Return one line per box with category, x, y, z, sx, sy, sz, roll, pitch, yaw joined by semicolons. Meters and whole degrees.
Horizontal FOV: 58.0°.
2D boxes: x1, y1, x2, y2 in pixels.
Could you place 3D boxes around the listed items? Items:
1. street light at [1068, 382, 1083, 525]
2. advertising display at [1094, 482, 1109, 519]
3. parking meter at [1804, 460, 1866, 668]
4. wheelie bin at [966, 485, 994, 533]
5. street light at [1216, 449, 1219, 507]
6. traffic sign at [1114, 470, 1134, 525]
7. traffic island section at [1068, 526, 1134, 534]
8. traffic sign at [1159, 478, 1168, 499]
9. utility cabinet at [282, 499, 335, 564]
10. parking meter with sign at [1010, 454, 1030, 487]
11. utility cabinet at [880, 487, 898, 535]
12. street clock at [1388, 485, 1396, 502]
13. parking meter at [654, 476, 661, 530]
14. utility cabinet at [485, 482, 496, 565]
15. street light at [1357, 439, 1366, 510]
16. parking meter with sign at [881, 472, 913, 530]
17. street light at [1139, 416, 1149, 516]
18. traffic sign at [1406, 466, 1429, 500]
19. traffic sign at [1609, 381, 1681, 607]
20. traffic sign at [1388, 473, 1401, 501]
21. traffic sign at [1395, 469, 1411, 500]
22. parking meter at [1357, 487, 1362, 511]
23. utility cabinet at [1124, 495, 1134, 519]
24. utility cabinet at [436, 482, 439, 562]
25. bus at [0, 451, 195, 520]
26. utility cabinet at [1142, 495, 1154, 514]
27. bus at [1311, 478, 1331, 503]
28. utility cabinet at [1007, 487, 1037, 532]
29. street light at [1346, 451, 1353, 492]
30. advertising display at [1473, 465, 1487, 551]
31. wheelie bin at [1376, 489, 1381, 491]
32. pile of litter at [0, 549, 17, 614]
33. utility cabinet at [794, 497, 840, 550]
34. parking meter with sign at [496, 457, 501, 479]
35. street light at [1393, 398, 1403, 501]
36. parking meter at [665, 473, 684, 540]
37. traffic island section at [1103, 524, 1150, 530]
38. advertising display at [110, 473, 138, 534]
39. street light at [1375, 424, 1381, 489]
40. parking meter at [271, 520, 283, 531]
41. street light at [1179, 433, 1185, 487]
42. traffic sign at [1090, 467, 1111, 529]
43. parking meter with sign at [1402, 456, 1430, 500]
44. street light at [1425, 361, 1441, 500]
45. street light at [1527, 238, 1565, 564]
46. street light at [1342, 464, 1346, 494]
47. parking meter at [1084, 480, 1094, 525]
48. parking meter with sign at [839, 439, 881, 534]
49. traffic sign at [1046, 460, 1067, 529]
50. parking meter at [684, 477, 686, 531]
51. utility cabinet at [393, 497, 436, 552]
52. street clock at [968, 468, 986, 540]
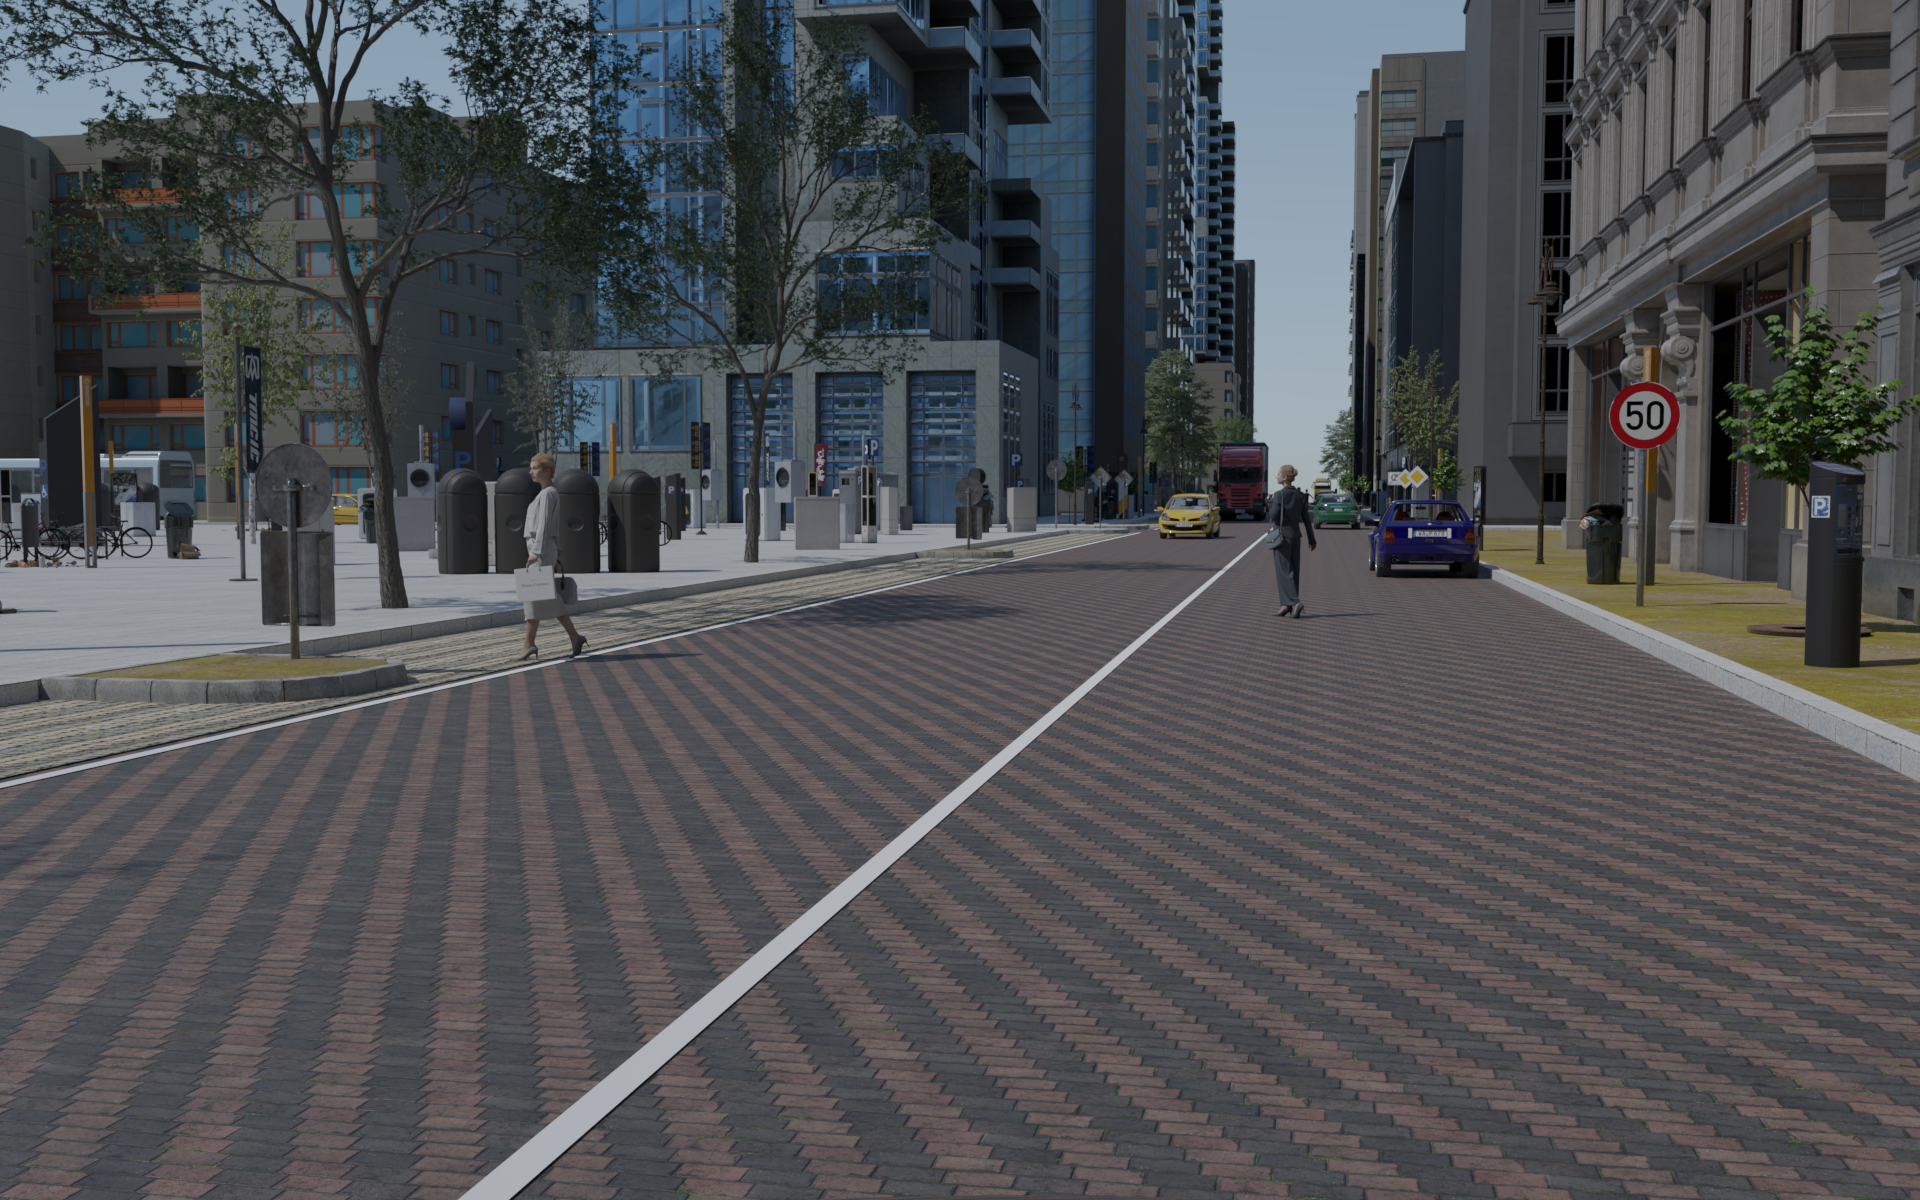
street light;4.775;-6.048;71.671;0.468;5.910;1.993;1;4;11
advertising display;7.373;-5.237;90.839;0.974;1.923;0.123;3;5;43
parking meter;6.515;-0.274;12.896;0.372;1.533;0.369;0;3;0
wheelie bin;0.673;-3.019;57.273;0.980;1.594;0.693;-1;4;-20
street light;26.232;-12.461;176.532;0.468;5.910;1.993;1;4;11
traffic sign;6.726;-4.126;71.097;0.795;2.450;0.064;1;4;11
traffic island section;5.105;-2.511;63.339;2.009;0.180;2.903;1;4;11
traffic sign;12.835;-6.555;109.303;0.606;2.300;0.079;1;4;19
utility cabinet;-11.737;-1.228;31.240;0.306;1.237;1.020;1;4;22
parking meter with sign;2.764;-4.837;75.343;0.543;3.016;1.738;2;4;24
utility cabinet;-2.220;-2.806;54.551;0.318;1.500;1.173;-1;4;-16
street clock;20.302;-4.697;81.367;0.358;2.002;0.471;-1;4;-9
parking meter;-9.863;-3.072;55.933;0.399;1.863;0.255;-1;4;-14
utility cabinet;-8.721;-1.375;31.165;1.173;1.500;0.318;2;4;27
street light;33.027;-10.351;142.025;0.468;5.910;1.993;1;4;11
parking meter with sign;-2.521;-3.945;60.763;1.738;3.016;0.543;-2;4;-28
street light;10.680;-7.824;100.707;0.468;5.910;1.993;1;4;11
traffic sign;16.094;-3.509;61.022;0.795;2.450;0.064;1;4;11
traffic sign;7.760;-1.198;19.691;0.768;2.556;0.104;1;4;14
traffic sign;20.303;-4.820;80.931;0.606;2.300;0.079;1;4;13
traffic sign;17.691;-3.988;68.847;0.795;2.450;0.064;1;4;11
parking meter;31.081;-7.897;134.823;0.399;1.863;0.255;1;4;17
utility cabinet;8.669;-4.786;89.409;0.306;1.237;1.020;-1;4;-12
utility cabinet;-9.755;-1.480;32.884;0.318;1.500;1.173;-1;4;-15
bus;-40.468;-4.983;76.329;13.247;3.499;2.948;1;4;11
utility cabinet;12.442;-6.327;114.606;0.306;1.237;1.020;3;5;44
bus;55.790;-16.860;267.205;2.896;3.916;12.252;1;4;10
utility cabinet;2.057;-3.005;57.808;0.318;1.500;1.173;3;5;42
street light;42.431;-13.158;187.917;0.468;5.910;1.993;1;4;11
advertising display;11.796;-2.087;39.340;0.123;1.923;0.974;0;4;7
wheelie bin;26.242;-6.150;108.461;0.693;1.594;0.980;3;4;36
pile of litter;-10.758;-0.279;18.527;1.176;0.858;1.719;-2;4;-26
utility cabinet;-3.292;-1.755;39.859;1.020;1.237;0.306;-1;4;-12
parking meter with sign;-20.942;-5.232;81.804;1.738;3.016;0.543;-2;4;-30
street light;21.111;-6.773;83.531;0.468;5.910;1.993;1;4;11
parking meter;-8.022;-2.612;48.419;0.399;1.863;0.255;1;4;18
traffic island section;6.702;-2.990;71.164;2.009;0.180;2.903;1;4;11
advertising display;-25.510;-2.915;52.866;0.123;1.923;0.974;1;4;19
street light;27.181;-8.547;112.534;0.468;5.910;1.993;1;4;11
parking meter;-14.726;-1.937;37.389;0.255;1.863;0.399;-1;4;-15
street light;16.694;-9.627;130.183;0.468;5.910;1.993;1;4;11
traffic sign;5.129;-3.647;63.273;0.795;2.450;0.064;1;4;11
parking meter with sign;21.477;-5.156;80.563;1.738;3.016;0.543;0;4;-2
street light;16.500;-5.367;60.533;0.468;5.910;1.993;1;4;11
street light;10.607;-3.591;31.495;0.468;5.910;1.993;1;4;11
street light;48.322;-14.934;216.956;0.468;5.910;1.993;1;4;11
parking meter;5.415;-4.089;72.569;0.399;1.863;0.255;0;4;-4
parking meter with sign;-3.472;-3.605;55.202;1.738;3.016;0.543;2;4;29
traffic sign;3.570;-3.920;64.196;0.768;2.556;0.104;1;4;14
parking meter;-9.669;-3.302;59.705;0.399;1.863;0.255;-2;4;-24
utility cabinet;-12.320;-1.693;38.846;1.020;1.237;0.306;-2;4;-28
street clock;0.477;-2.689;48.541;0.471;2.002;0.358;3;5;43
